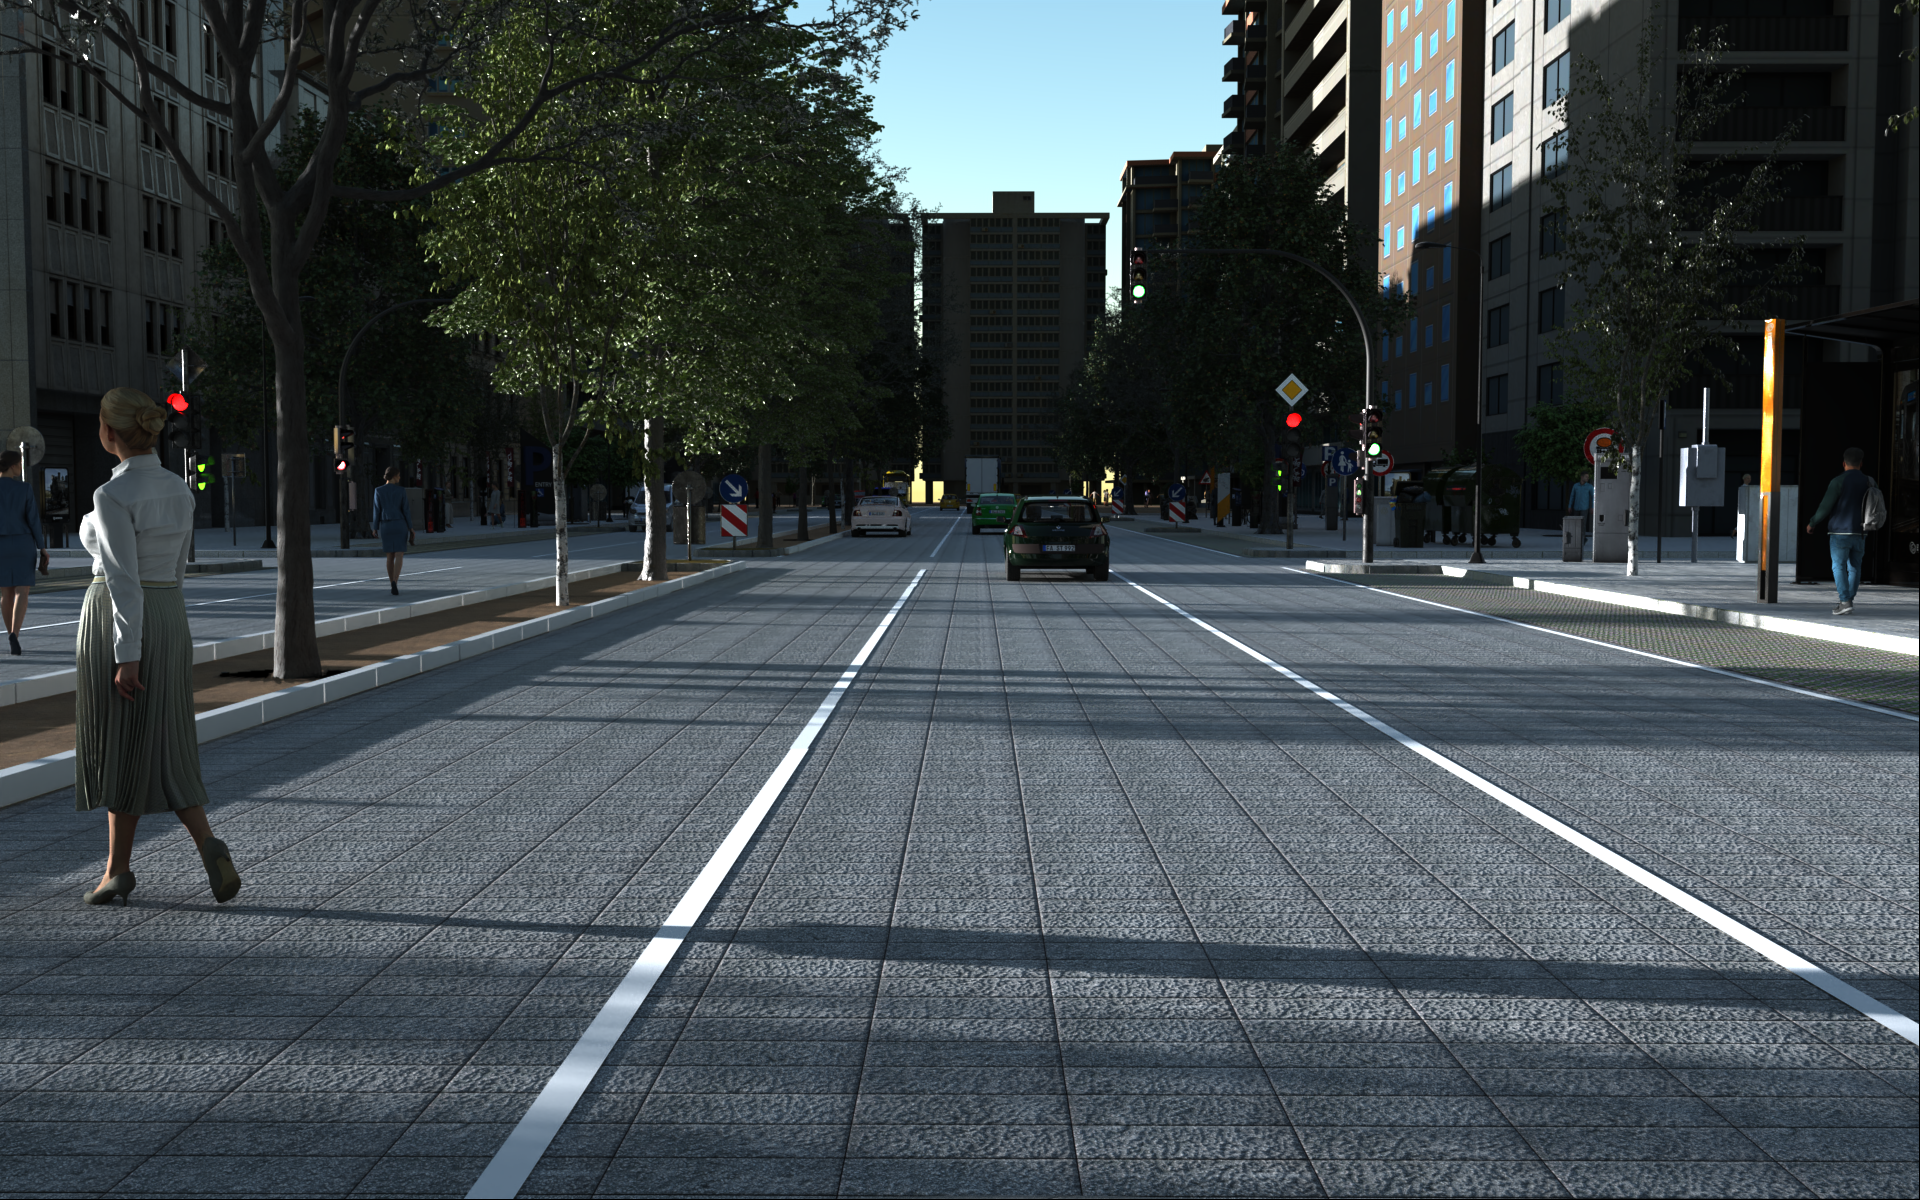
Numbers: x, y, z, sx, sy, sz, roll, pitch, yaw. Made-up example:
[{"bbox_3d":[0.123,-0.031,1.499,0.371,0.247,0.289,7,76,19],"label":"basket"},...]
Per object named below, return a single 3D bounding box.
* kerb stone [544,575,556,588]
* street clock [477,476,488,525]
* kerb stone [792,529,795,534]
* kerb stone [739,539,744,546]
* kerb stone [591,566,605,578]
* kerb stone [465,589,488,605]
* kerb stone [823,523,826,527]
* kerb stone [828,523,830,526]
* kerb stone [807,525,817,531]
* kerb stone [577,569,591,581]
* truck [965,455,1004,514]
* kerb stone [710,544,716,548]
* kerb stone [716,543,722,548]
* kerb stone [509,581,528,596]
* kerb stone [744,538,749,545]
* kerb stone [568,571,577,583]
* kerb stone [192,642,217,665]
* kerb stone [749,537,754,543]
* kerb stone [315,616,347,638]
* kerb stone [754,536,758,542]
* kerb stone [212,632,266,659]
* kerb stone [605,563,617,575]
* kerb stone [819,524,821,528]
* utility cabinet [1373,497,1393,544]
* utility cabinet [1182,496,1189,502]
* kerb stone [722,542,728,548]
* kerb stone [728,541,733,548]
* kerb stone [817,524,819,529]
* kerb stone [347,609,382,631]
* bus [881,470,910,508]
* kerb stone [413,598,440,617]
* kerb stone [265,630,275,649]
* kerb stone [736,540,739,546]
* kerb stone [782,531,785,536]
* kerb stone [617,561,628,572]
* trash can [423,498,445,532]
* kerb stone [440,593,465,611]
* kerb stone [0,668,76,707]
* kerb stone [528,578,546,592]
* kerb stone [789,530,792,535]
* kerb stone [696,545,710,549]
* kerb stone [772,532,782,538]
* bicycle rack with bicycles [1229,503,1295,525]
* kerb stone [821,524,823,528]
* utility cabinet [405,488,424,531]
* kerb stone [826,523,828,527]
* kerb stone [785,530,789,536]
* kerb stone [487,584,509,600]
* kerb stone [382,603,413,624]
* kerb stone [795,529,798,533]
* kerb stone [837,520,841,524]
[{"bbox_3d":[-6.338,-0.271,26.627,0.120,0.150,1.000,0,4,1],"label":"kerb stone"},{"bbox_3d":[-19.506,-4.057,70.901,0.358,2.002,0.471,2,4,24],"label":"street clock"},{"bbox_3d":[-6.023,-2.376,61.055,0.120,0.150,1.000,0,4,1],"label":"kerb stone"},{"bbox_3d":[-6.143,-1.553,47.714,0.120,0.150,1.000,0,4,1],"label":"kerb stone"},{"bbox_3d":[-6.306,-0.459,29.703,0.120,0.150,1.000,0,4,1],"label":"kerb stone"},{"bbox_3d":[-6.374,-0.021,22.538,0.120,0.150,1.000,0,4,1],"label":"kerb stone"},{"bbox_3d":[-5.901,-3.131,73.382,0.120,0.150,1.000,0,4,1],"label":"kerb stone"},{"bbox_3d":[-5.885,-3.251,75.427,0.120,0.150,1.000,0,4,1],"label":"kerb stone"},{"bbox_3d":[-5.944,-2.878,69.275,0.120,0.150,1.000,0,4,1],"label":"kerb stone"},{"bbox_3d":[-6.317,-0.396,28.671,0.120,0.150,1.000,0,4,1],"label":"kerb stone"},{"bbox_3d":[1.803,-8.614,129.759,2.839,4.237,11.283,0,4,2],"label":"truck"},{"bbox_3d":[-6.189,-1.243,42.586,0.120,0.150,1.000,0,4,1],"label":"kerb stone"},{"bbox_3d":[-6.185,-1.310,43.608,0.120,0.150,1.000,0,4,1],"label":"kerb stone"},{"bbox_3d":[-6.355,-0.146,24.583,0.120,0.150,1.000,0,4,1],"label":"kerb stone"},{"bbox_3d":[-6.127,-1.624,48.748,0.120,0.150,1.000,0,4,1],"label":"kerb stone"},{"bbox_3d":[-6.327,-0.334,27.649,0.120,0.150,1.000,0,4,1],"label":"kerb stone"},{"bbox_3d":[-6.450,0.482,14.326,0.120,0.150,1.000,0,4,1],"label":"kerb stone"},{"bbox_3d":[-6.127,-1.684,49.771,0.120,0.150,1.000,0,4,1],"label":"kerb stone"},{"bbox_3d":[-6.425,0.293,17.407,0.120,0.150,1.000,0,4,1],"label":"kerb stone"},{"bbox_3d":[-6.112,-1.749,50.798,0.120,0.150,1.000,0,4,1],"label":"kerb stone"},{"bbox_3d":[-6.443,0.418,15.359,0.120,0.150,1.000,0,4,1],"label":"kerb stone"},{"bbox_3d":[-6.298,-0.522,30.724,0.120,0.150,1.000,0,4,1],"label":"kerb stone"},{"bbox_3d":[-5.920,-3.005,71.328,0.120,0.150,1.000,0,4,1],"label":"kerb stone"},{"bbox_3d":[11.023,-2.035,44.427,1.020,1.237,0.306,1,4,10],"label":"utility cabinet"},{"bbox_3d":[11.801,-4.978,92.556,0.306,1.237,1.020,-2,4,-33],"label":"utility cabinet"},{"bbox_3d":[-6.169,-1.372,44.638,0.120,0.150,1.000,0,4,1],"label":"kerb stone"},{"bbox_3d":[-6.161,-1.432,45.660,0.120,0.150,1.000,0,4,1],"label":"kerb stone"},{"bbox_3d":[-5.937,-2.942,70.302,0.120,0.150,1.000,0,4,1],"label":"kerb stone"},{"bbox_3d":[-6.417,0.230,18.432,0.120,0.150,1.000,0,4,1],"label":"kerb stone"},{"bbox_3d":[-6.711,-11.746,183.594,2.896,3.916,12.252,0,4,0],"label":"bus"},{"bbox_3d":[-6.394,0.105,20.485,0.120,0.150,1.000,0,4,1],"label":"kerb stone"},{"bbox_3d":[-6.435,0.358,16.385,0.120,0.150,1.000,0,4,1],"label":"kerb stone"},{"bbox_3d":[-6.156,-1.493,46.692,0.120,0.150,1.000,0,4,1],"label":"kerb stone"},{"bbox_3d":[-6.052,-2.189,57.987,0.120,0.150,1.000,0,4,1],"label":"kerb stone"},{"bbox_3d":[-6.291,-0.584,31.746,0.120,0.150,1.000,0,4,1],"label":"kerb stone"},{"bbox_3d":[-18.019,-2.913,59.278,0.748,1.137,0.748,0,3,0],"label":"trash can"},{"bbox_3d":[-6.391,0.042,21.507,0.120,0.150,1.000,0,4,1],"label":"kerb stone"},{"bbox_3d":[-6.473,0.608,12.282,0.120,0.150,1.000,0,4,1],"label":"kerb stone"},{"bbox_3d":[-6.344,-0.204,25.606,0.120,0.150,1.000,0,4,1],"label":"kerb stone"},{"bbox_3d":[-6.030,-2.314,60.032,0.120,0.150,1.000,0,4,1],"label":"kerb stone"},{"bbox_3d":[-6.195,-1.185,41.563,0.120,0.150,1.000,0,4,1],"label":"kerb stone"},{"bbox_3d":[-6.055,-2.126,56.963,0.120,0.150,1.000,0,4,1],"label":"kerb stone"},{"bbox_3d":[12.615,-3.666,73.324,2.852,0.926,2.925,-1,4,-11],"label":"bicycle rack with bicycles"},{"bbox_3d":[-5.917,-3.067,72.360,0.120,0.150,1.000,0,4,1],"label":"kerb stone"},{"bbox_3d":[-19.046,-3.126,59.788,0.318,1.500,1.173,2,4,30],"label":"utility cabinet"},{"bbox_3d":[-5.899,-3.193,74.404,0.120,0.150,1.000,0,4,1],"label":"kerb stone"},{"bbox_3d":[-6.042,-2.252,59.010,0.120,0.150,1.000,0,4,1],"label":"kerb stone"},{"bbox_3d":[-6.365,-0.084,23.561,0.120,0.150,1.000,0,4,1],"label":"kerb stone"},{"bbox_3d":[-6.402,0.168,19.454,0.120,0.150,1.000,0,4,1],"label":"kerb stone"},{"bbox_3d":[-6.011,-2.439,62.082,0.120,0.150,1.000,0,4,1],"label":"kerb stone"},{"bbox_3d":[-5.804,-3.753,83.623,0.120,0.150,1.000,0,4,1],"label":"kerb stone"}]
